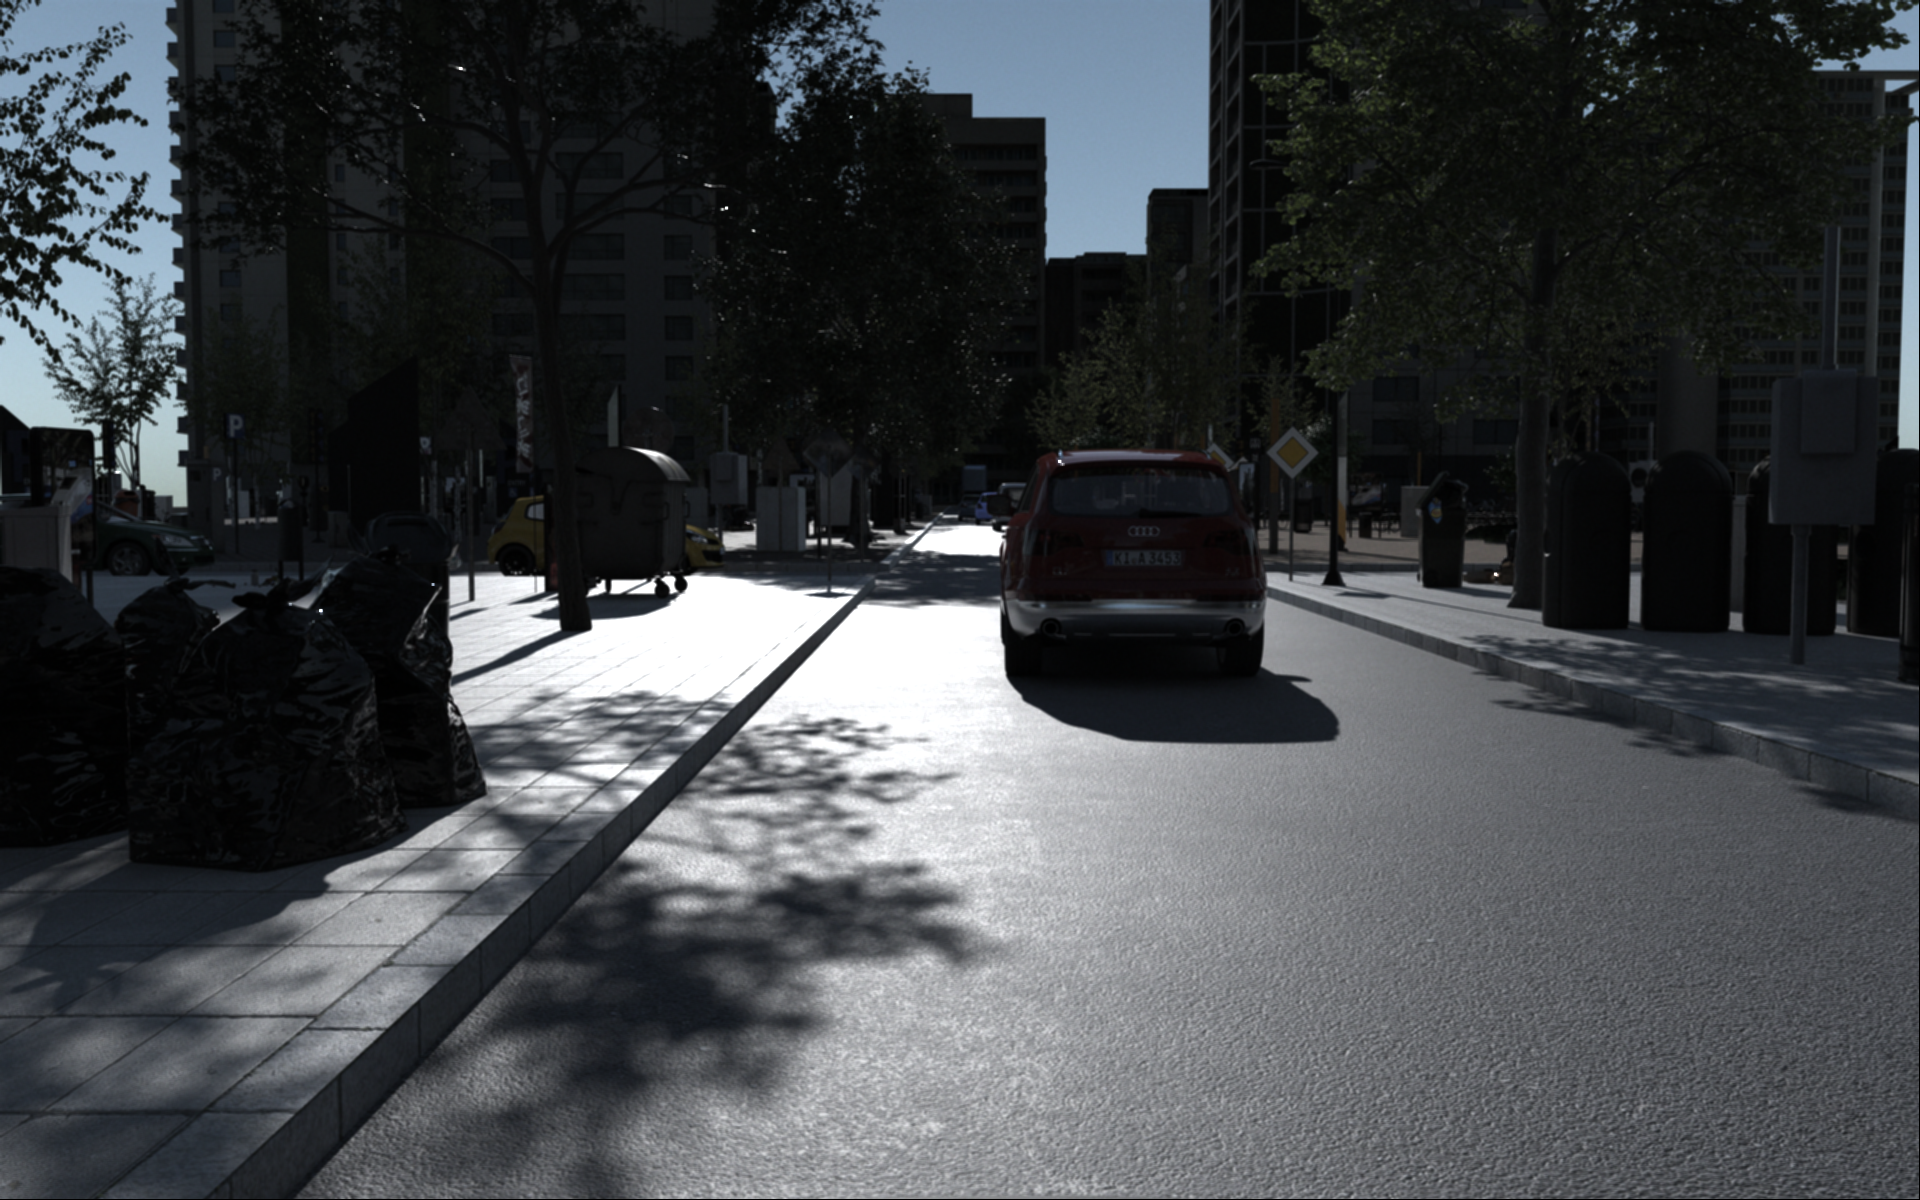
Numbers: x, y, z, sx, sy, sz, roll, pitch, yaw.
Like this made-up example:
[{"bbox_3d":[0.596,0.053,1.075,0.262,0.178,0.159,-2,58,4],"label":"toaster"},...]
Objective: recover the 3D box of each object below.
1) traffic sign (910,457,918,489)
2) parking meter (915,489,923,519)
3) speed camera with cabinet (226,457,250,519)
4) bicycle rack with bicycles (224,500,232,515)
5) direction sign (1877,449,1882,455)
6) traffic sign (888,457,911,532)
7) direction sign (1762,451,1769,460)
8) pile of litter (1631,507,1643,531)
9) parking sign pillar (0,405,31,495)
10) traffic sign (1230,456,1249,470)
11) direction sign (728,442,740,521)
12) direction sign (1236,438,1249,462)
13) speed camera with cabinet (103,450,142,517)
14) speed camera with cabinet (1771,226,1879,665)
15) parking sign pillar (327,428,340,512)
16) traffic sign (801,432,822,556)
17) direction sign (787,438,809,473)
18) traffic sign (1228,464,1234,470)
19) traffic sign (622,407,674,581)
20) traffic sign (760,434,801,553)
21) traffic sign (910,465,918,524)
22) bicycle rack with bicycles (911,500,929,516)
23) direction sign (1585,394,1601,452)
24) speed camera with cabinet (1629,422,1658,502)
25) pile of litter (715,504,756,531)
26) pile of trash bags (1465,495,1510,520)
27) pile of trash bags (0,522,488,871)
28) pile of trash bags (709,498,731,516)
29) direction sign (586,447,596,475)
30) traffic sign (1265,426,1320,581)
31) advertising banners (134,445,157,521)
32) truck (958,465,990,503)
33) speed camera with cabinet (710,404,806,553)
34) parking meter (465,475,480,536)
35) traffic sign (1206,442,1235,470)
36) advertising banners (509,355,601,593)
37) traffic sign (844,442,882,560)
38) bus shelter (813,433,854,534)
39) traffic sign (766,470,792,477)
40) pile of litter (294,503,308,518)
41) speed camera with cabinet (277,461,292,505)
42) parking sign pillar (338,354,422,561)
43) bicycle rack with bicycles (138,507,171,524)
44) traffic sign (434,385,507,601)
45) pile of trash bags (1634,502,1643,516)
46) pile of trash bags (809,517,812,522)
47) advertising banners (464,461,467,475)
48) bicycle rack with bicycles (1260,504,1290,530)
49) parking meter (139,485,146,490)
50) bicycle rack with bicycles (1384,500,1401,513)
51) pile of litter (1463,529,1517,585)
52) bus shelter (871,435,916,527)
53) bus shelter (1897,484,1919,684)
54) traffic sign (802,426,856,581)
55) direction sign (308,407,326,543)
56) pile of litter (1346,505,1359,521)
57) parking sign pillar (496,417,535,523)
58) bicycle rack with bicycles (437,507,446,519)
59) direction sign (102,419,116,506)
[{"bbox_3d":[-3.329,-5.981,91.658,2.265,3.308,0.079,0,4,3],"label":"traffic sign"},{"bbox_3d":[-2.140,-5.014,90.388,0.372,1.533,0.369,0,3,0],"label":"parking meter"},{"bbox_3d":[-38.211,-5.952,91.658,0.660,3.252,2.038,-3,4,-39],"label":"speed camera with cabinet"},{"bbox_3d":[-44.634,-5.551,104.134,2.925,0.926,2.852,-1,4,-14],"label":"bicycle rack with bicycles"},{"bbox_3d":[45.998,-5.806,86.932,0.379,3.537,0.876,0,4,3],"label":"direction sign"},{"bbox_3d":[-2.019,-3.531,57.834,0.768,2.556,0.104,1,4,9],"label":"traffic sign"},{"bbox_3d":[42.203,-6.007,90.207,0.876,3.537,0.379,1,4,19],"label":"direction sign"},{"bbox_3d":[23.075,-2.801,59.767,1.719,0.858,1.176,0,4,6],"label":"pile of litter"},{"bbox_3d":[-28.729,-3.955,53.130,1.447,3.967,1.447,1,4,19],"label":"parking sign pillar"},{"bbox_3d":[8.580,-3.144,52.586,0.795,2.450,0.064,0,4,4],"label":"traffic sign"},{"bbox_3d":[-9.886,-5.128,75.846,0.379,3.537,0.876,-3,5,-40],"label":"direction sign"},{"bbox_3d":[11.480,-4.736,69.431,0.876,3.537,0.379,1,4,18],"label":"direction sign"},{"bbox_3d":[-35.360,-4.811,72.996,0.660,3.252,2.038,0,4,7],"label":"speed camera with cabinet"},{"bbox_3d":[7.171,-1.134,12.877,2.038,3.252,0.660,1,4,19],"label":"speed camera with cabinet"},{"bbox_3d":[-18.536,-3.931,52.742,1.447,3.967,1.447,-1,4,-15],"label":"parking sign pillar"},{"bbox_3d":[-2.904,-2.176,35.676,0.768,2.556,0.104,1,4,8],"label":"traffic sign"},{"bbox_3d":[-6.517,-4.753,69.708,0.876,3.537,0.379,0,4,-1],"label":"direction sign"},{"bbox_3d":[8.905,-3.410,57.878,0.606,2.300,0.079,0,4,5],"label":"traffic sign"},{"bbox_3d":[-4.568,-1.546,25.381,0.768,2.556,0.104,0,4,2],"label":"traffic sign"},{"bbox_3d":[-3.906,-2.304,37.670,0.884,2.594,0.081,0,4,3],"label":"traffic sign"},{"bbox_3d":[-2.186,-4.588,75.127,0.768,2.556,0.104,0,4,5],"label":"traffic sign"},{"bbox_3d":[-3.304,-5.491,103.155,2.925,0.926,2.852,0,4,-2],"label":"bicycle rack with bicycles"},{"bbox_3d":[14.440,-2.910,39.582,0.379,3.537,0.876,0,4,1],"label":"direction sign"},{"bbox_3d":[18.494,-3.296,48.220,0.660,3.252,2.038,-2,4,-31],"label":"speed camera with cabinet"},{"bbox_3d":[-7.676,-2.842,60.428,1.719,0.858,1.176,1,4,17],"label":"pile of litter"},{"bbox_3d":[25.708,-4.461,82.695,3.447,1.369,1.912,0,4,-6],"label":"pile of trash bags"},{"bbox_3d":[-3.648,0.161,7.116,3.447,1.369,1.912,1,4,18],"label":"pile of trash bags"},{"bbox_3d":[-15.328,-5.990,107.683,3.447,1.369,1.912,-3,5,-43],"label":"pile of trash bags"},{"bbox_3d":[-17.759,-5.585,83.307,0.379,3.537,0.876,-3,5,-41],"label":"direction sign"},{"bbox_3d":[4.874,-1.335,25.464,0.795,2.450,0.064,0,4,0],"label":"traffic sign"},{"bbox_3d":[-29.666,-4.088,63.020,0.090,3.025,2.074,0,4,-7],"label":"advertising banners"},{"bbox_3d":[1.226,-10.098,154.866,2.967,4.110,18.799,0,4,1],"label":"truck"},{"bbox_3d":[-4.455,-2.686,38.259,2.038,3.252,0.660,1,4,14],"label":"speed camera with cabinet"},{"bbox_3d":[-15.086,-2.929,53.603,0.255,1.863,0.399,2,4,30],"label":"parking meter"},{"bbox_3d":[4.893,-1.823,33.449,0.795,2.450,0.064,0,4,0],"label":"traffic sign"},{"bbox_3d":[-5.341,-1.633,22.891,0.090,3.025,2.074,1,4,20],"label":"advertising banners"},{"bbox_3d":[-1.902,-1.825,33.485,0.795,2.450,0.064,0,4,0],"label":"traffic sign"},{"bbox_3d":[-3.995,-3.965,58.759,2.014,3.302,5.546,0,3,0],"label":"bus shelter"},{"bbox_3d":[-5.714,-3.364,54.997,0.884,2.594,0.081,0,4,1],"label":"traffic sign"},{"bbox_3d":[-33.610,-4.510,87.703,1.719,0.858,1.176,0,4,-2],"label":"pile of litter"},{"bbox_3d":[-40.995,-6.769,105.006,0.660,3.252,2.038,-2,4,-30],"label":"speed camera with cabinet"},{"bbox_3d":[-11.091,-2.748,33.407,1.447,3.967,1.447,-1,4,-15],"label":"parking sign pillar"},{"bbox_3d":[-23.990,-2.182,49.051,2.925,0.926,2.852,2,4,29],"label":"bicycle rack with bicycles"},{"bbox_3d":[-5.870,-1.269,20.755,0.884,2.594,0.081,0,4,2],"label":"traffic sign"},{"bbox_3d":[30.993,-4.107,76.896,1.912,1.369,3.447,1,4,12],"label":"pile of trash bags"},{"bbox_3d":[-6.757,-4.269,79.555,1.912,1.369,3.447,0,4,0],"label":"pile of trash bags"},{"bbox_3d":[-25.705,-5.815,91.265,0.090,3.025,2.074,-3,4,-36],"label":"advertising banners"},{"bbox_3d":[10.754,-3.026,62.854,2.852,0.926,2.925,3,5,43],"label":"bicycle rack with bicycles"},{"bbox_3d":[-50.677,-6.220,107.406,0.255,1.863,0.399,0,4,-5],"label":"parking meter"},{"bbox_3d":[26.254,-5.410,101.843,2.852,0.926,2.925,-1,4,-18],"label":"bicycle rack with bicycles"},{"bbox_3d":[7.846,-0.666,24.856,1.176,0.858,1.719,0,4,6],"label":"pile of litter"},{"bbox_3d":[-2.634,-4.864,70.806,1.731,3.624,6.357,0,4,0],"label":"bus shelter"},{"bbox_3d":[6.608,-1.839,7.693,2.179,5.291,8.768,0,4,0],"label":"bus shelter"},{"bbox_3d":[-1.920,-1.337,25.500,0.795,2.450,0.064,0,4,0],"label":"traffic sign"},{"bbox_3d":[-16.992,-3.288,45.759,0.379,3.537,0.876,0,4,3],"label":"direction sign"},{"bbox_3d":[19.014,-4.309,84.425,1.176,0.858,1.719,1,4,13],"label":"pile of litter"},{"bbox_3d":[-15.527,-4.404,60.477,1.447,3.967,1.447,1,4,15],"label":"parking sign pillar"},{"bbox_3d":[-27.910,-4.664,89.645,2.925,0.926,2.852,2,4,26],"label":"bicycle rack with bicycles"},{"bbox_3d":[-26.051,-3.734,53.056,0.379,3.537,0.876,0,4,-5],"label":"direction sign"}]
